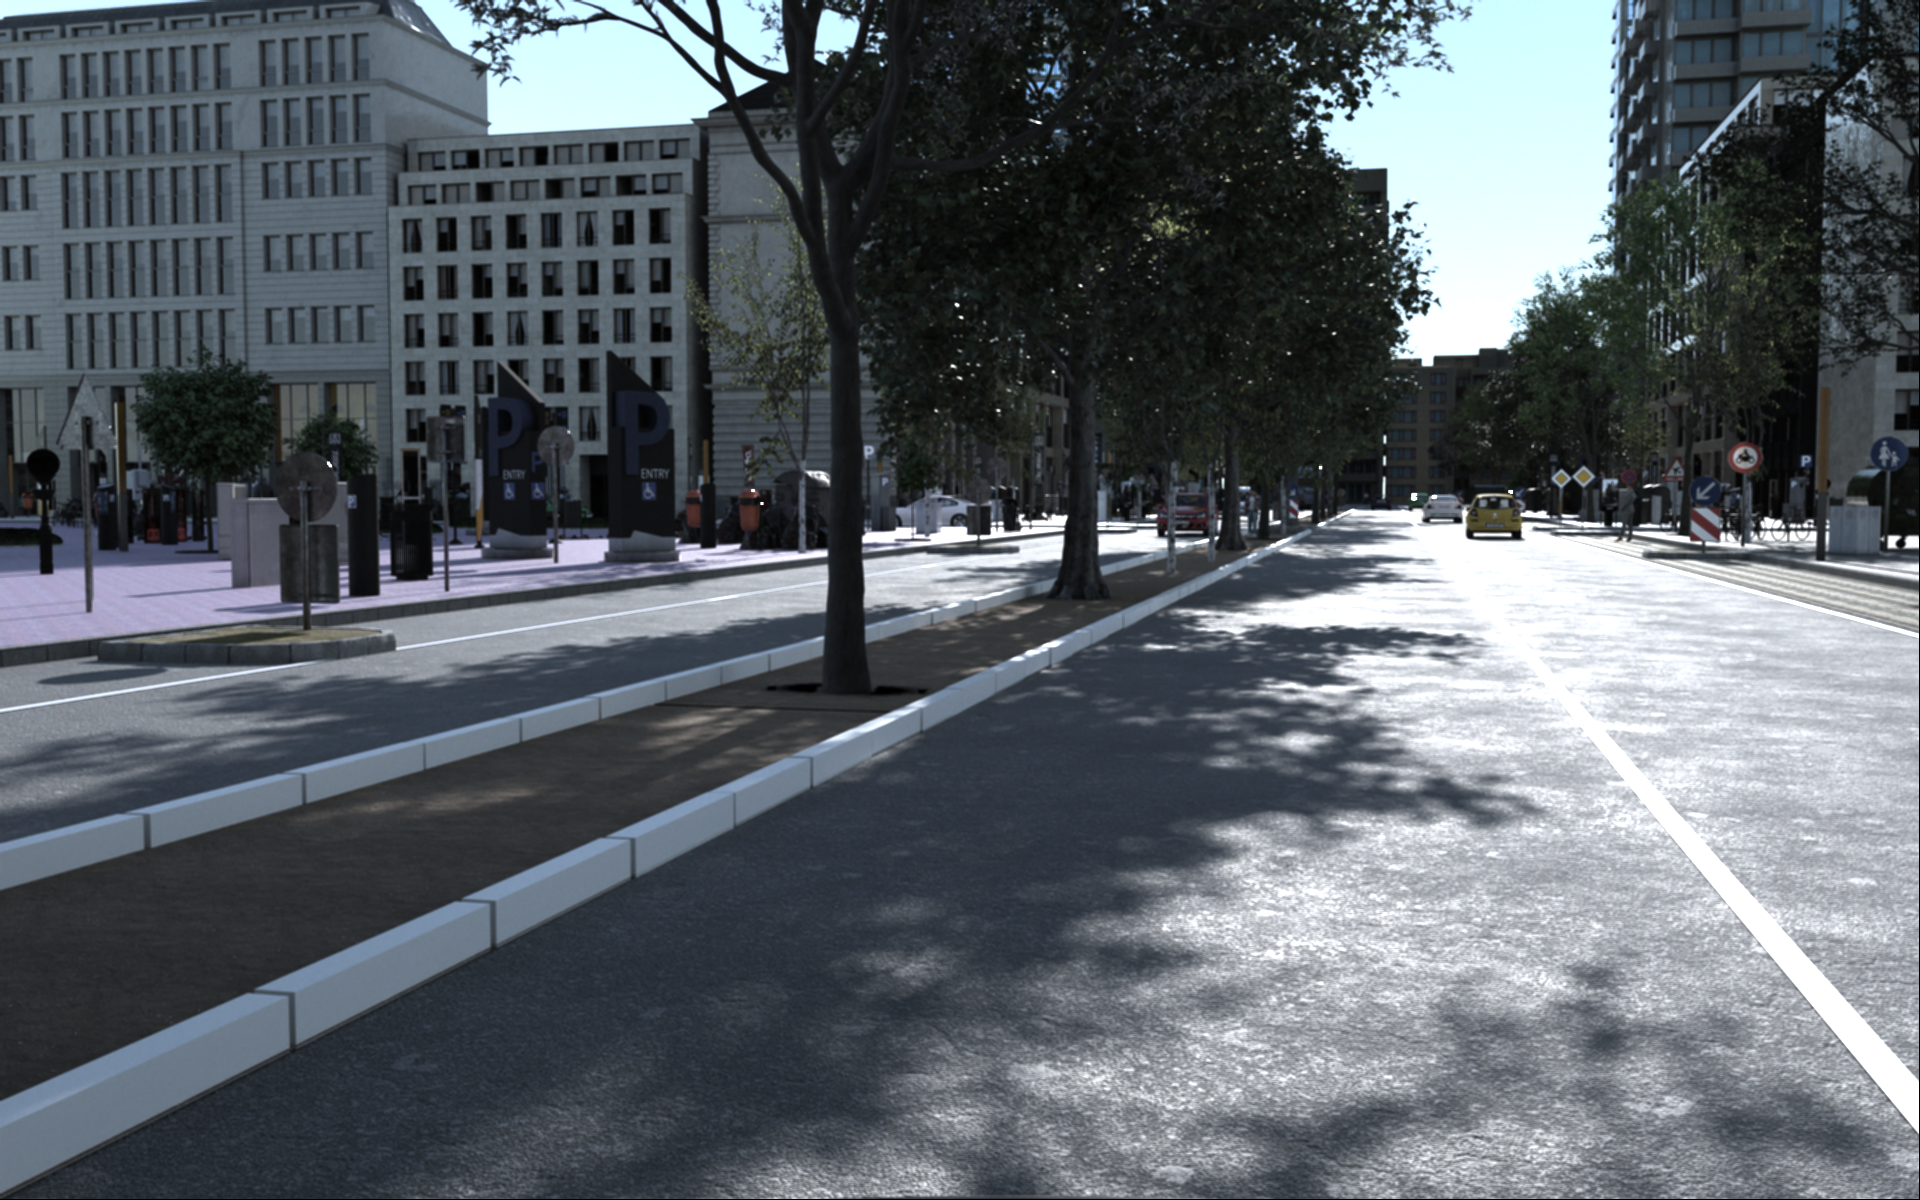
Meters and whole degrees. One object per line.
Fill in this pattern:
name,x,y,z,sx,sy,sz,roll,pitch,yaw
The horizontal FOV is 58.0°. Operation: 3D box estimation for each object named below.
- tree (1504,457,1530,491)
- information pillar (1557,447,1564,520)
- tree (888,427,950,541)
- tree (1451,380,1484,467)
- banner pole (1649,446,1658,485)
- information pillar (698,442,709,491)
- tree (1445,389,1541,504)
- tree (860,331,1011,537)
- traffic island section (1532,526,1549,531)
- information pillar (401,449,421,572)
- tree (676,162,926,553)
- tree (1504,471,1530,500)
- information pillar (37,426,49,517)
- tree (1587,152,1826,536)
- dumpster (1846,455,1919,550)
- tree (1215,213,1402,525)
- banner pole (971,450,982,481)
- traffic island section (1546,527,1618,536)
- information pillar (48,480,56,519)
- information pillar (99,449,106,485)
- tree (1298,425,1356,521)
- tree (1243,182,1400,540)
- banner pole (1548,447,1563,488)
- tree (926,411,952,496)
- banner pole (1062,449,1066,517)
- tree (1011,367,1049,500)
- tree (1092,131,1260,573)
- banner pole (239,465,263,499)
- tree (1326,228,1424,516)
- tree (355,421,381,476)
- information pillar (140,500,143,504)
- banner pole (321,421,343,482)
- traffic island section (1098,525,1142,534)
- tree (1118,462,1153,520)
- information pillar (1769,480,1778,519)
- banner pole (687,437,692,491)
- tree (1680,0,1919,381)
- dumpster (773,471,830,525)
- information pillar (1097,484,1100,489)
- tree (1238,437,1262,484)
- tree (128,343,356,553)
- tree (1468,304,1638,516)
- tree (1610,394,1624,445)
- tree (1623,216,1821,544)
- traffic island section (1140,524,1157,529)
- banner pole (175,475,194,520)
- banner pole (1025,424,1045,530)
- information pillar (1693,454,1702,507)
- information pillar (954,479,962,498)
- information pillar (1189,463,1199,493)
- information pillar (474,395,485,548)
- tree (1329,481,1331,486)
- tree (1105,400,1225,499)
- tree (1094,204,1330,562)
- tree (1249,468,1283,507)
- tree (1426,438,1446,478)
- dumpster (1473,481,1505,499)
tree,47.069,-12.107,148.315,4.737,8.622,4.395,0,3,0
information pillar,30.130,-5.837,86.785,0.183,3.616,0.504,2,4,32
tree,-1.309,-3.222,47.277,1.663,3.219,1.824,0,3,0
tree,28.366,-9.295,77.723,9.928,11.665,9.643,0,3,0
banner pole,36.235,-6.154,90.640,0.401,3.779,0.863,-1,4,-15
information pillar,-11.398,-5.249,77.168,0.504,3.616,0.183,-1,4,-21
tree,41.452,-11.880,128.654,7.601,10.594,8.767,2,4,34
tree,-0.961,-6.170,51.235,4.737,8.622,4.395,0,3,0
traffic island section,23.564,-2.792,67.923,2.009,0.180,2.903,1,4,14
information pillar,-8.941,-1.453,28.249,0.304,2.012,0.304,-1,4,-16
tree,-3.655,-5.332,37.534,4.360,8.622,3.978,0,3,0
tree,39.426,-7.804,122.200,1.663,3.219,1.824,0,3,0
information pillar,-31.458,-4.163,59.418,0.504,3.616,0.183,2,4,32
tree,22.336,-7.759,52.621,9.928,11.665,9.643,0,3,0
dumpster,21.618,-2.305,40.182,1.502,2.255,1.985,1,4,14
tree,14.134,-10.058,73.560,9.857,13.997,8.962,0,3,0
banner pole,0.881,-6.587,97.716,0.863,3.779,0.401,-2,4,-26
traffic island section,21.645,-2.317,60.171,2.009,0.180,2.903,1,4,14
information pillar,-46.795,-5.182,89.221,0.304,2.012,0.304,0,4,-1
information pillar,-43.492,-5.901,87.841,0.183,3.616,0.504,1,4,10
tree,19.088,-8.516,92.052,4.360,8.622,3.978,0,3,0
tree,9.530,-7.659,53.430,9.928,11.665,9.643,0,3,0
banner pole,31.707,-6.244,92.107,0.863,3.779,0.401,2,4,28
tree,-1.261,-7.652,75.473,4.360,8.622,3.978,0,3,0
banner pole,5.732,-6.453,95.522,0.401,3.779,0.863,1,4,15
tree,2.745,-8.426,88.122,4.737,8.622,4.395,0,3,0
tree,3.876,-4.805,31.390,4.360,8.622,3.978,0,3,0
banner pole,-20.672,-3.708,50.649,0.863,3.779,0.401,-3,5,-39
tree,22.633,-15.456,111.053,12.611,20.169,13.585,0,3,0
tree,-23.040,-4.889,63.649,4.285,4.588,4.351,0,3,0
information pillar,-34.041,-4.150,72.343,0.304,2.012,0.304,-3,4,-37
banner pole,-21.595,-4.248,59.469,0.863,3.779,0.401,0,4,-1
traffic island section,5.442,-2.562,64.172,2.009,0.180,2.903,1,4,14
tree,8.716,-5.534,85.090,1.663,3.219,1.824,0,3,0
information pillar,41.784,-5.167,88.971,0.304,2.012,0.304,3,5,41
banner pole,-11.827,-5.257,75.964,0.401,3.779,0.863,0,4,3
tree,16.014,-5.653,26.841,8.767,10.594,7.601,0,4,6
dumpster,-3.868,-2.311,43.544,1.264,1.857,1.865,1,4,14
information pillar,10.123,-7.567,128.215,0.304,2.012,0.304,-1,4,-14
tree,19.918,-13.265,135.017,7.486,12.596,7.792,0,3,0
tree,-16.473,-3.322,38.033,4.285,4.588,4.351,0,3,0
tree,34.648,-11.258,101.075,9.611,12.733,9.660,0,3,0
tree,44.611,-9.981,113.552,4.360,8.622,3.978,0,3,0
tree,20.216,-5.769,44.684,4.360,8.622,3.978,0,3,0
traffic island section,7.361,-3.036,71.924,2.009,0.180,2.903,1,4,14
banner pole,-38.167,-5.845,85.585,0.863,3.779,0.401,1,4,15
banner pole,2.701,-4.392,61.827,0.863,3.779,0.401,-3,5,-39
information pillar,42.725,-6.670,100.406,0.504,3.616,0.183,-1,4,-14
information pillar,-0.098,-4.903,84.649,0.304,2.012,0.304,1,4,22
information pillar,17.688,-8.481,130.020,0.504,3.616,0.183,0,4,1
information pillar,-11.457,-3.051,41.243,0.183,3.616,0.504,0,4,-5
tree,11.411,-6.598,60.700,4.737,8.622,4.395,0,3,0
tree,11.987,-11.244,101.966,7.486,12.596,7.792,0,3,0
tree,5.260,-5.077,35.827,4.737,8.622,4.395,0,3,0
tree,34.847,-12.960,195.608,4.285,4.588,4.351,0,3,0
tree,62.293,-17.114,214.232,8.767,10.594,7.601,0,4,-3
dumpster,34.312,-6.567,112.320,1.985,2.255,1.502,1,4,13
